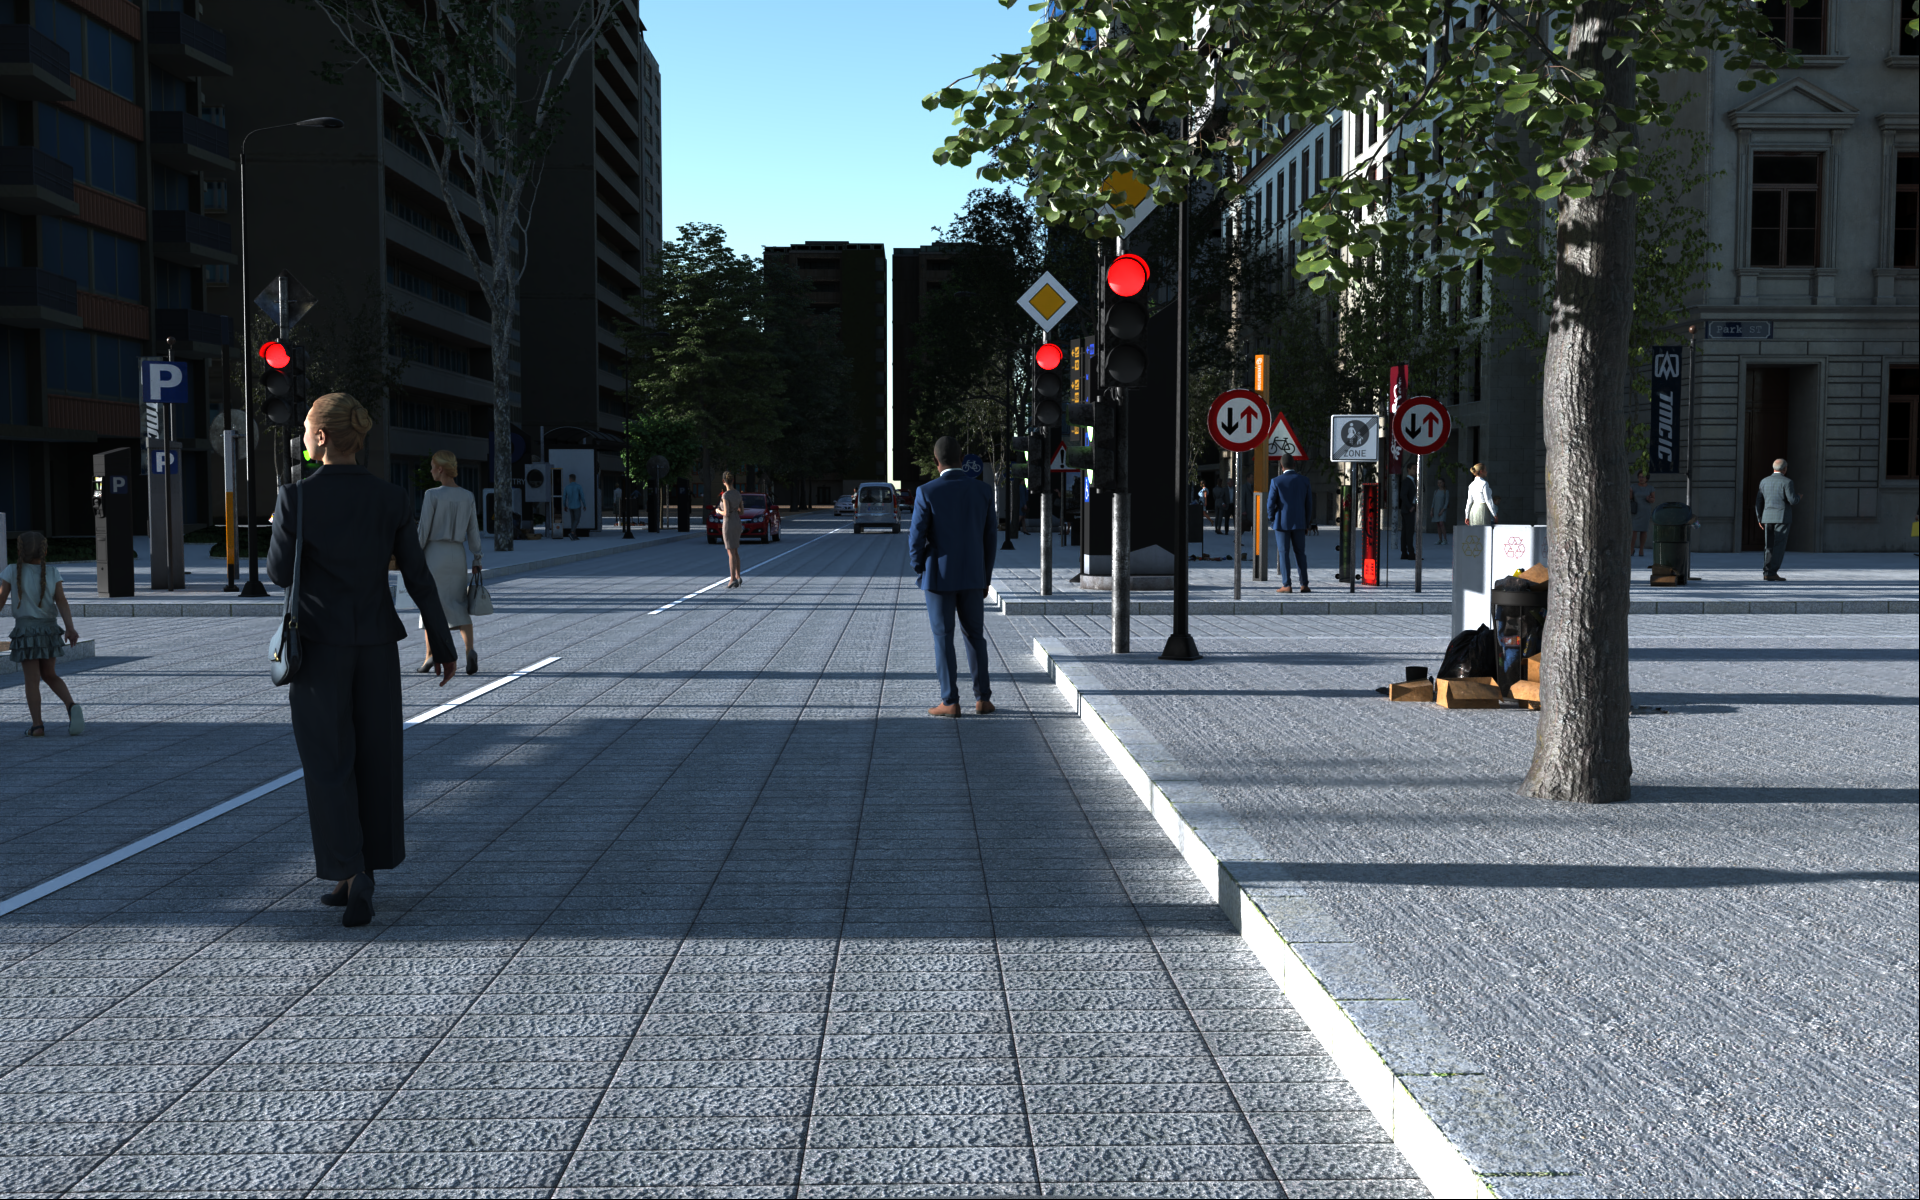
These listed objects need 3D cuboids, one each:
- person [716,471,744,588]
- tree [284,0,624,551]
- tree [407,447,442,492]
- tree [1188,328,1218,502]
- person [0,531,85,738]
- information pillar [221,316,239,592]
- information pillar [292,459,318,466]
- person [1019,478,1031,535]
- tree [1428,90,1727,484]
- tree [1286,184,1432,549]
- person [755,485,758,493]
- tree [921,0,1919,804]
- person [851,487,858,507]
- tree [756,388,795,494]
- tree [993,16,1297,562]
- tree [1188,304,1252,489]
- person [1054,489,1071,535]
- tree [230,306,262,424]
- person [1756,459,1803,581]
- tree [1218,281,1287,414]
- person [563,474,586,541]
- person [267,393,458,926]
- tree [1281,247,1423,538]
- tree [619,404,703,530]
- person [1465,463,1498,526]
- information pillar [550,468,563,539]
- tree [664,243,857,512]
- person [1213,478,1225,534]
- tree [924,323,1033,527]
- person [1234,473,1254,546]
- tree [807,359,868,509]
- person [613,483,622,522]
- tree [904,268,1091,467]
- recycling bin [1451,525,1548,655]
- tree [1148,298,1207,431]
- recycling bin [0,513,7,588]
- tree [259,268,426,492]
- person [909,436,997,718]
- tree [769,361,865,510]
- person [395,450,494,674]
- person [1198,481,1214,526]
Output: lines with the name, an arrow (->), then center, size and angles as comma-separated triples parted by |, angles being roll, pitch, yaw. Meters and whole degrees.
person -> -3.499, -1.071, 26.347 | 0.374, 1.781, 0.599 | 2, 4, 25
tree -> -11.698, -11.138, 37.992 | 12.611, 20.169, 13.585 | 0, 3, 0
tree -> -22.050, -4.723, 71.821 | 1.663, 3.219, 1.824 | 0, 3, 0
tree -> 9.136, -7.520, 73.321 | 4.737, 8.622, 4.395 | 0, 3, 0
person -> -5.446, 0.206, 10.153 | 0.505, 1.210, 0.382 | -3, 5, -42
information pillar -> -9.579, -1.915, 22.663 | 0.183, 3.616, 0.504 | -2, 4, -24
information pillar -> -9.405, -1.249, 24.910 | 0.304, 2.012, 0.304 | -2, 4, -34
person -> 1.910, -2.954, 54.356 | 0.654, 1.822, 0.581 | 0, 4, 2
tree -> 11.585, -4.917, 30.755 | 4.737, 8.622, 4.395 | 0, 3, 0
tree -> 10.199, -5.484, 40.031 | 4.737, 8.622, 4.395 | 0, 3, 0
person -> -10.936, -5.248, 91.723 | 0.514, 1.842, 0.818 | -1, 4, -8
tree -> 3.058, -5.443, 7.117 | 7.486, 12.596, 7.792 | 0, 3, 0
person -> -5.687, -5.212, 93.902 | 0.466, 1.800, 0.511 | -3, 4, -38
tree -> -11.292, -9.250, 101.598 | 4.737, 8.622, 4.395 | 0, 3, 0
tree -> 2.734, -5.989, 32.326 | 7.601, 10.594, 8.767 | 0, 4, 8
tree -> 8.768, -7.036, 65.403 | 4.360, 8.622, 3.978 | 0, 3, 0
person -> 3.240, -2.938, 54.432 | 0.716, 1.782, 0.532 | 2, 4, 32
tree -> -26.187, -7.140, 67.093 | 4.360, 8.622, 3.978 | 0, 3, 0
person -> 12.166, -1.191, 25.687 | 0.590, 1.801, 0.661 | -2, 4, -30
tree -> 11.587, -6.596, 58.200 | 4.737, 8.622, 4.395 | 0, 3, 0
person -> -10.765, -2.580, 48.093 | 0.638, 1.841, 0.748 | 1, 4, 21
person -> -2.046, 0.185, 5.898 | 0.534, 1.772, 0.576 | 2, 4, 30
tree -> 11.596, -6.116, 50.352 | 4.360, 8.622, 3.978 | 0, 3, 0
tree -> -10.931, -4.857, 63.122 | 4.285, 4.588, 4.351 | 0, 3, 0
person -> 8.684, -1.396, 29.088 | 0.641, 1.798, 0.478 | -1, 4, -10
information pillar -> -11.450, -2.734, 49.190 | 0.304, 2.012, 0.304 | -1, 4, -21
tree -> -10.590, -11.112, 88.343 | 9.857, 13.997, 8.962 | 0, 3, 0
person -> 8.319, -2.987, 55.160 | 0.520, 1.790, 0.573 | 3, 4, 38
tree -> 1.202, -6.966, 64.253 | 4.360, 8.622, 3.978 | 0, 3, 0
person -> 7.178, -2.248, 42.896 | 0.767, 1.812, 0.694 | 3, 5, 39
tree -> -13.204, -14.831, 152.859 | 12.009, 13.543, 11.850 | 0, 3, 0
person -> -15.895, -4.545, 80.577 | 0.478, 1.798, 0.641 | -1, 4, -17
tree -> 1.067, -9.395, 79.369 | 9.928, 11.665, 9.643 | 0, 3, 0
recycling bin -> 4.442, -0.084, 13.933 | 0.722, 1.027, 0.722 | 3, 5, 43
tree -> 9.458, -10.240, 93.178 | 9.928, 11.665, 9.643 | 0, 3, 0
recycling bin -> -13.212, -0.651, 23.192 | 0.722, 1.027, 0.722 | -3, 4, -36
tree -> -19.449, -6.442, 55.687 | 4.360, 8.622, 3.978 | 0, 3, 0
person -> -0.016, -0.152, 11.168 | 0.721, 1.800, 0.419 | -2, 4, -29
tree -> -12.845, -13.734, 141.556 | 9.611, 12.733, 9.660 | 0, 3, 0
person -> -4.086, -0.298, 13.733 | 0.694, 1.780, 0.624 | -2, 4, -32
person -> 9.649, -3.812, 68.465 | 0.778, 1.811, 0.616 | 1, 4, 8
